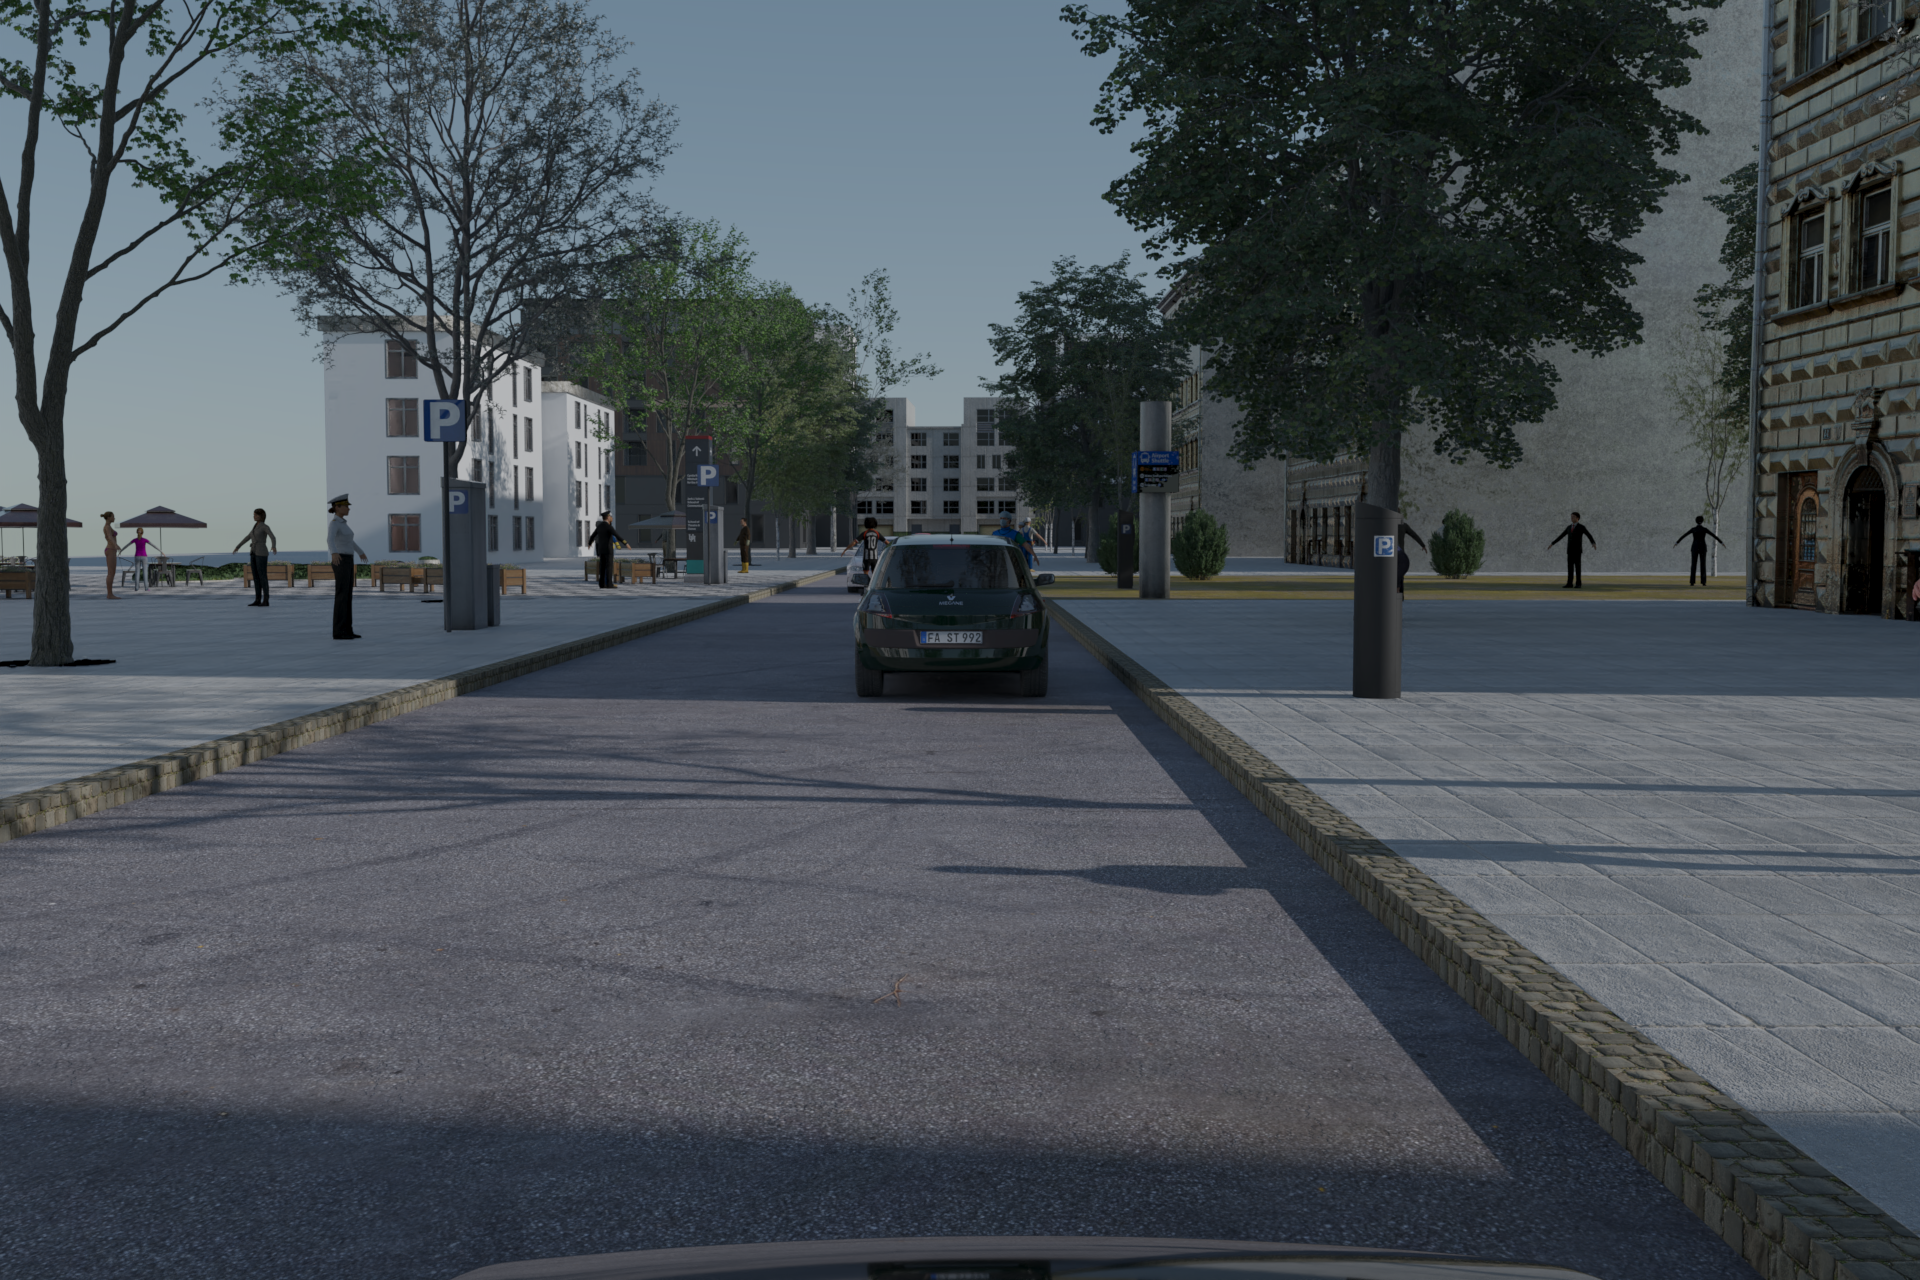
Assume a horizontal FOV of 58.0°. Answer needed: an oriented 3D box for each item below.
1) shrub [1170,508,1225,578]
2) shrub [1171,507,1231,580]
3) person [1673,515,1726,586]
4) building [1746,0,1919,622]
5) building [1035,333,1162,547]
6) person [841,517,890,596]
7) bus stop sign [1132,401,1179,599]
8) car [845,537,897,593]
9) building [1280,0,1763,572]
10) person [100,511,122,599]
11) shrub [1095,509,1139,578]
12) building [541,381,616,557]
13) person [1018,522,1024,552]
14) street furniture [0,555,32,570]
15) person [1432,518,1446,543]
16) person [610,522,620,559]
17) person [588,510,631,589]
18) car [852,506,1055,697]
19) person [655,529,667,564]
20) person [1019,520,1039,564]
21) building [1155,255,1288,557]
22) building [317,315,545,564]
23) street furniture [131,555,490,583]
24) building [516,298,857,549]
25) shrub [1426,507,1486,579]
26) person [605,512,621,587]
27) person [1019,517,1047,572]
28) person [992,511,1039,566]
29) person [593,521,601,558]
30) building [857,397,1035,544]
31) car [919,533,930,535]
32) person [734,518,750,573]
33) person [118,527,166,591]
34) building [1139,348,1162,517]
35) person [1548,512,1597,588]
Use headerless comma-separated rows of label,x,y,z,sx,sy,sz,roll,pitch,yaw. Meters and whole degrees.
shrub,6.914,-2.847,50.591,1.661,2.075,1.752,0,3,0
shrub,6.697,-2.674,48.139,1.690,2.028,1.600,0,3,0
person,18.313,-2.213,42.900,1.216,1.740,0.721,2,4,29
building,23.196,-11.622,20.954,19.493,23.208,18.063,0,4,0
building,22.217,-21.320,192.557,27.936,21.610,32.646,0,4,0
person,-2.080,-1.923,40.035,1.345,1.843,0.704,-1,4,-17
bus stop sign,3.902,-2.790,34.636,0.837,3.901,0.837,0,4,-2
car,-1.826,-1.926,43.856,2.083,1.381,4.827,0,4,0
building,23.513,-14.402,66.407,19.493,23.208,18.063,0,3,0
person,-16.753,-1.684,34.339,0.721,1.733,1.217,-2,4,-31
shrub,4.781,-2.857,51.126,1.690,2.028,1.600,0,3,0
building,-26.168,-10.217,109.196,9.099,9.664,28.070,0,4,-1
person,2.360,-3.861,69.596,0.721,1.772,1.216,0,4,-7
street furniture,-31.860,-2.800,52.634,9.812,1.723,11.010,1,4,9
person,16.003,-3.111,57.050,0.705,1.806,1.347,-2,4,-35
person,-14.878,-4.114,73.485,0.704,1.802,1.346,2,4,32
person,-8.281,-2.123,40.641,1.347,1.837,0.705,2,4,33
car,-0.066,-0.419,16.630,2.009,1.686,4.222,0,4,0
person,-11.888,-3.889,69.849,0.705,1.796,1.348,-3,4,-38
person,2.685,-4.000,71.185,1.354,1.856,0.705,-3,5,-43
building,22.703,-16.821,105.945,19.493,23.208,18.063,0,4,0
building,-23.851,-8.469,80.623,9.099,9.664,28.070,0,4,0
street furniture,-18.012,-2.073,49.516,10.072,0.657,5.734,-1,4,-19
building,-24.622,-19.735,166.649,27.936,21.610,32.646,0,4,-1
shrub,14.144,-2.774,49.392,1.661,2.075,1.752,0,3,0
person,-8.531,-2.210,42.104,0.705,1.833,1.349,-2,4,-26
person,2.307,-3.231,58.681,1.347,1.847,0.705,2,4,28
person,0.751,-1.267,29.302,1.347,1.817,0.704,2,4,26
person,-14.510,-3.869,69.391,0.705,1.813,1.348,0,3,0
building,0.789,-22.106,230.343,31.486,18.905,16.747,0,4,2
car,-2.897,-7.679,134.593,2.155,1.783,4.494,0,3,0
person,-7.096,-3.094,56.725,0.704,1.812,1.346,-2,4,-26
person,-18.368,-1.810,38.863,0.991,1.433,0.599,-1,4,-16
building,23.175,-19.351,172.803,16.016,20.090,11.380,0,4,0
person,14.541,-2.131,41.033,0.705,1.806,1.347,-2,4,-33
